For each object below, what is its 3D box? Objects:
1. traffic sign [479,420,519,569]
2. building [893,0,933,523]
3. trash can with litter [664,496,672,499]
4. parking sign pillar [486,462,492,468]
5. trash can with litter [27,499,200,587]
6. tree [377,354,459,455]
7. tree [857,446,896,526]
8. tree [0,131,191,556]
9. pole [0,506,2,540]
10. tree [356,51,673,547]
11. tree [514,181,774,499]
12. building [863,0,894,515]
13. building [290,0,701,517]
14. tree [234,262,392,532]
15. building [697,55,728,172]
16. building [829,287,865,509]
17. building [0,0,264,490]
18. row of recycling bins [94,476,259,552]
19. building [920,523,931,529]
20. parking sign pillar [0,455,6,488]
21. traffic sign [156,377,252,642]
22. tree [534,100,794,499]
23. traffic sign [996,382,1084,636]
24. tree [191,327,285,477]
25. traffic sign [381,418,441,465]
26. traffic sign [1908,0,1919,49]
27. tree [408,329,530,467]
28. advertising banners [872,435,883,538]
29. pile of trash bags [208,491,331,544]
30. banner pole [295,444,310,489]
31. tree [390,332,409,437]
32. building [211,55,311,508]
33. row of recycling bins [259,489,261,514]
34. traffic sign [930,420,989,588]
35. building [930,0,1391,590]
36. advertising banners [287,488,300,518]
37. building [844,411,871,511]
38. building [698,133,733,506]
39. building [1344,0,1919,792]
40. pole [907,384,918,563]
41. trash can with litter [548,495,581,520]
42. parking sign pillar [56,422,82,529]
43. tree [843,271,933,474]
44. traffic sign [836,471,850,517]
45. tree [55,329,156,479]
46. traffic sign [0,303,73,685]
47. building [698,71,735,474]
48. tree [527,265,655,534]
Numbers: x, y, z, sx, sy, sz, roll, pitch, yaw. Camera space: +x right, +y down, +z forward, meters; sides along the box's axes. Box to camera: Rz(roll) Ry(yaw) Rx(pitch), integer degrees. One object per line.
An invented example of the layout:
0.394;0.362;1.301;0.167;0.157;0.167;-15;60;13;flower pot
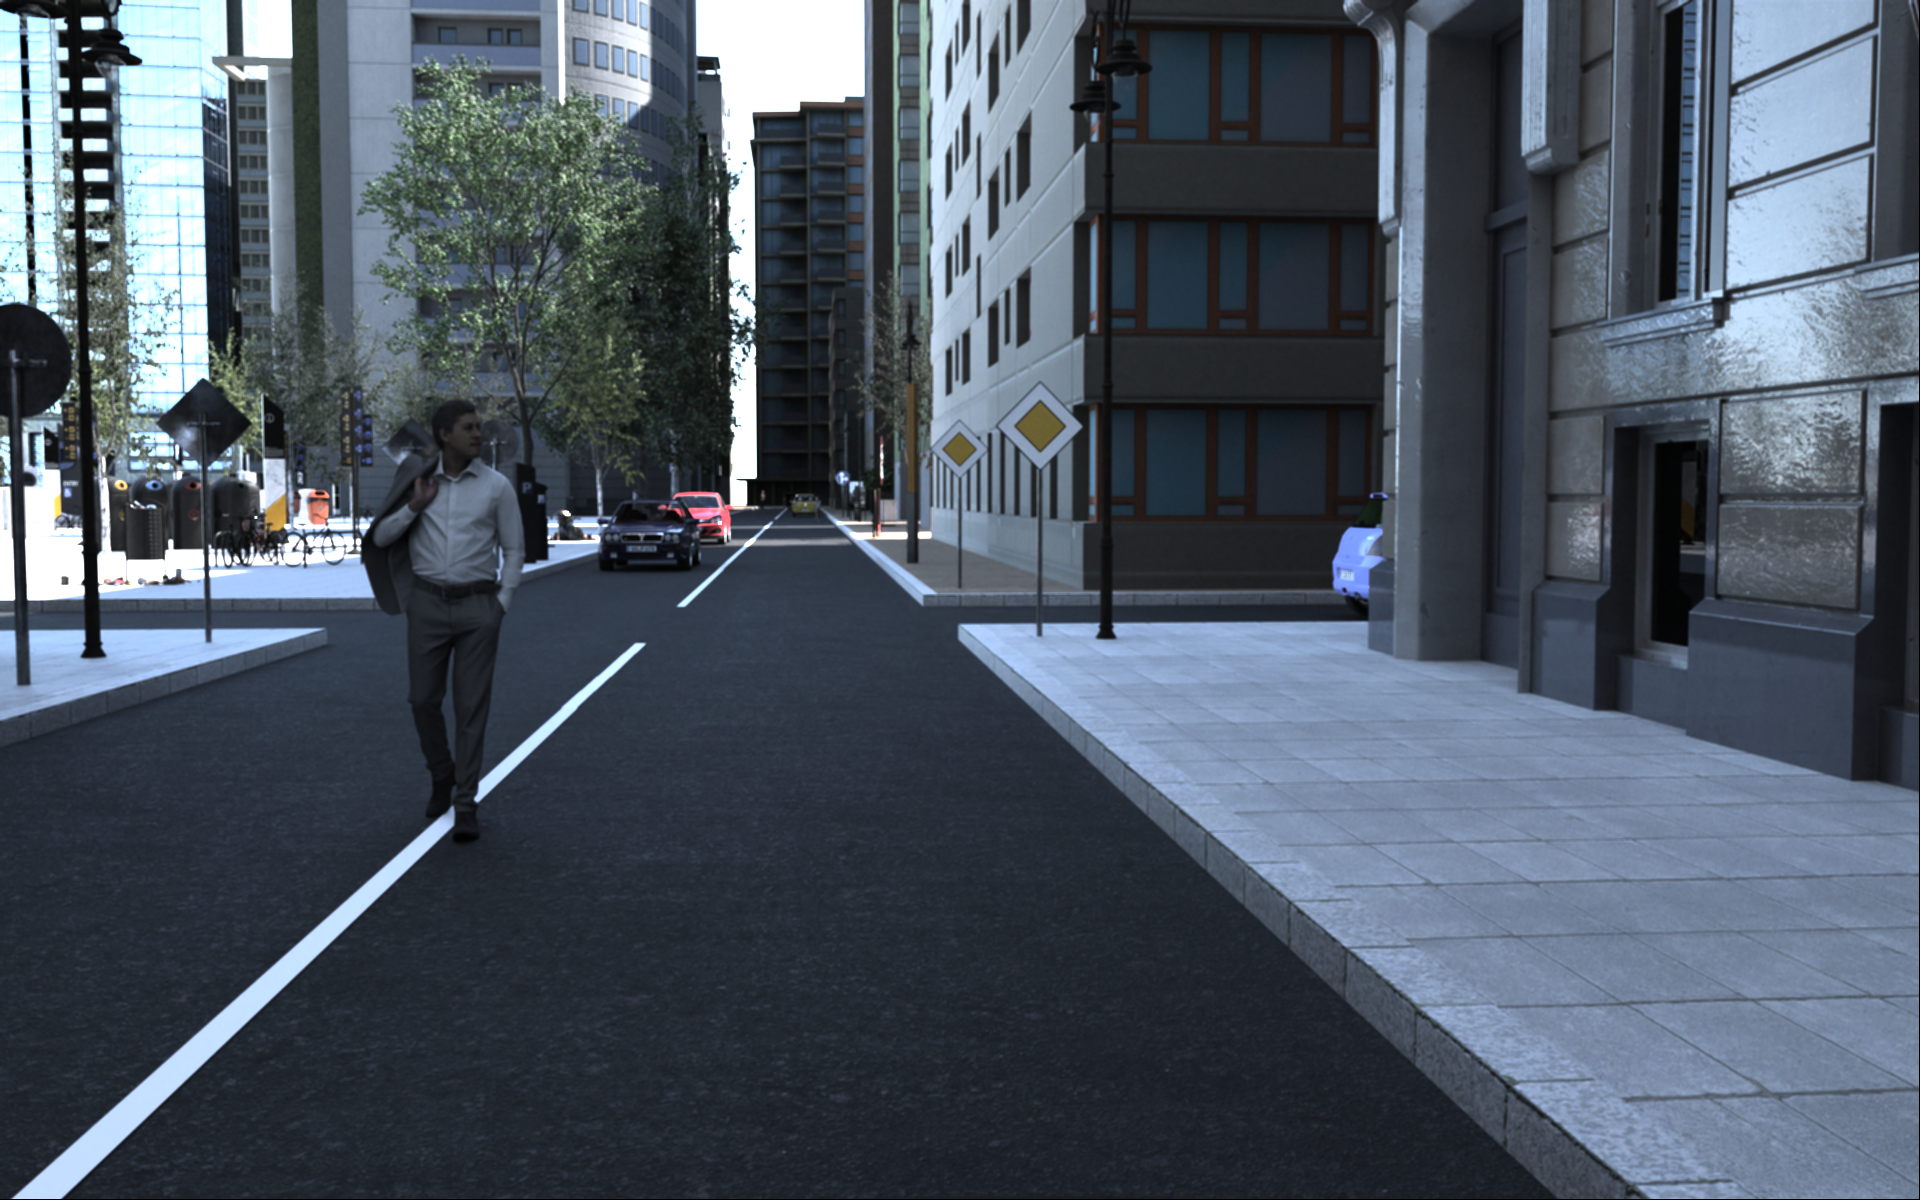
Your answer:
-7.935;-1.805;29.625;0.768;2.556;0.104;0;4;-5;traffic sign
3.404;-24.964;91.754;14.154;41.232;14.086;0;4;-5;building
-14.449;-4.485;84.717;0.624;1.170;1.055;2;4;30;trash can with litter
-24.721;-6.175;89.441;1.447;3.967;1.447;2;4;30;parking sign pillar
-11.965;-0.826;24.555;2.233;1.210;1.678;-1;4;-17;trash can with litter
-28.537;-8.649;91.775;4.737;8.622;4.395;0;3;0;tree
-3.042;-4.573;69.364;1.663;3.219;1.824;0;3;0;tree
-17.656;-5.201;35.398;4.360;8.622;3.978;0;3;0;tree
-26.848;-3.327;48.237;0.158;3.312;0.155;0;3;0;pole
-10.572;-7.093;41.733;9.928;11.665;9.643;0;3;0;tree
-11.676;-8.970;63.660;9.611;12.733;9.660;0;3;0;tree
1.282;-27.869;105.774;14.600;45.320;14.200;0;4;-5;building
-28.017;-34.714;109.577;21.231;58.520;28.212;0;4;-5;building
-21.319;-6.425;55.408;4.360;8.622;3.978;0;3;0;tree
-28.968;-29.381;163.975;14.086;41.232;14.154;0;4;-5;building
1.978;-19.280;160.261;27.650;21.520;28.899;0;4;-5;building
-76.521;-51.513;154.911;31.000;86.520;22.319;0;4;-5;building
-18.156;-1.997;39.761;3.534;1.692;1.069;-3;5;-44;row of recycling bins
5.266;-23.620;69.788;14.154;41.232;14.086;0;4;-5;building
-47.394;-5.878;84.574;1.447;3.967;1.447;-1;4;-12;parking sign pillar
-6.502;-0.690;14.931;0.795;2.450;0.064;0;4;-5;traffic sign
-14.610;-14.059;85.756;12.611;20.169;13.585;0;3;0;tree
0.714;-0.729;15.564;0.795;2.450;0.064;0;4;-5;traffic sign
-32.443;-7.782;77.590;4.737;8.622;4.395;0;3;0;tree
-7.225;-1.177;22.883;0.795;2.450;0.064;0;4;-5;traffic sign
1.957;-0.175;2.975;0.768;2.556;0.104;0;4;0;traffic sign
-20.470;-7.489;72.801;4.360;8.622;3.978;0;3;0;tree
-2.423;-3.368;51.259;0.090;3.025;2.074;0;4;6;advertising banners
-17.998;-2.145;44.817;3.447;1.369;1.912;-3;5;-44;pile of trash bags
-31.663;-5.721;83.550;0.863;3.779;0.401;-3;4;-37;banner pole
-23.562;-7.083;66.177;4.360;8.622;3.978;0;3;0;tree
-48.667;-28.242;153.632;23.993;40.220;32.217;0;4;-5;building
-21.759;-2.580;49.304;3.534;1.692;1.069;-1;4;-12;row of recycling bins
-0.009;-1.216;23.516;0.795;2.450;0.064;0;4;-5;traffic sign
14.785;-11.771;37.497;28.899;21.520;27.650;0;4;-5;building
-34.340;-5.659;88.720;2.074;3.025;0.090;3;4;36;advertising banners
2.851;-49.843;127.610;22.319;86.520;31.000;0;4;-5;building
-26.781;-22.969;147.239;14.160;30.474;14.107;0;4;-5;building
10.452;-13.362;4.376;13.634;28.700;20.117;0;4;-5;building
-0.878;-2.339;32.084;0.158;3.312;0.155;0;3;0;pole
-19.958;-4.647;87.041;2.233;1.210;1.678;-3;4;-38;trash can with litter
-33.206;-4.663;64.708;1.447;3.967;1.447;1;4;17;parking sign pillar
-1.668;-6.498;56.601;4.360;8.622;3.978;0;3;0;tree
-6.402;-5.794;94.833;0.768;2.556;0.104;0;4;-4;traffic sign
-38.760;-7.814;78.125;4.737;8.622;4.395;0;3;0;tree
-6.300;-0.702;11.576;0.768;2.556;0.104;0;4;4;traffic sign
-40.343;-34.972;191.408;30.456;49.044;23.786;0;4;-5;building
-11.433;-6.369;54.495;4.737;8.622;4.395;0;3;0;tree
